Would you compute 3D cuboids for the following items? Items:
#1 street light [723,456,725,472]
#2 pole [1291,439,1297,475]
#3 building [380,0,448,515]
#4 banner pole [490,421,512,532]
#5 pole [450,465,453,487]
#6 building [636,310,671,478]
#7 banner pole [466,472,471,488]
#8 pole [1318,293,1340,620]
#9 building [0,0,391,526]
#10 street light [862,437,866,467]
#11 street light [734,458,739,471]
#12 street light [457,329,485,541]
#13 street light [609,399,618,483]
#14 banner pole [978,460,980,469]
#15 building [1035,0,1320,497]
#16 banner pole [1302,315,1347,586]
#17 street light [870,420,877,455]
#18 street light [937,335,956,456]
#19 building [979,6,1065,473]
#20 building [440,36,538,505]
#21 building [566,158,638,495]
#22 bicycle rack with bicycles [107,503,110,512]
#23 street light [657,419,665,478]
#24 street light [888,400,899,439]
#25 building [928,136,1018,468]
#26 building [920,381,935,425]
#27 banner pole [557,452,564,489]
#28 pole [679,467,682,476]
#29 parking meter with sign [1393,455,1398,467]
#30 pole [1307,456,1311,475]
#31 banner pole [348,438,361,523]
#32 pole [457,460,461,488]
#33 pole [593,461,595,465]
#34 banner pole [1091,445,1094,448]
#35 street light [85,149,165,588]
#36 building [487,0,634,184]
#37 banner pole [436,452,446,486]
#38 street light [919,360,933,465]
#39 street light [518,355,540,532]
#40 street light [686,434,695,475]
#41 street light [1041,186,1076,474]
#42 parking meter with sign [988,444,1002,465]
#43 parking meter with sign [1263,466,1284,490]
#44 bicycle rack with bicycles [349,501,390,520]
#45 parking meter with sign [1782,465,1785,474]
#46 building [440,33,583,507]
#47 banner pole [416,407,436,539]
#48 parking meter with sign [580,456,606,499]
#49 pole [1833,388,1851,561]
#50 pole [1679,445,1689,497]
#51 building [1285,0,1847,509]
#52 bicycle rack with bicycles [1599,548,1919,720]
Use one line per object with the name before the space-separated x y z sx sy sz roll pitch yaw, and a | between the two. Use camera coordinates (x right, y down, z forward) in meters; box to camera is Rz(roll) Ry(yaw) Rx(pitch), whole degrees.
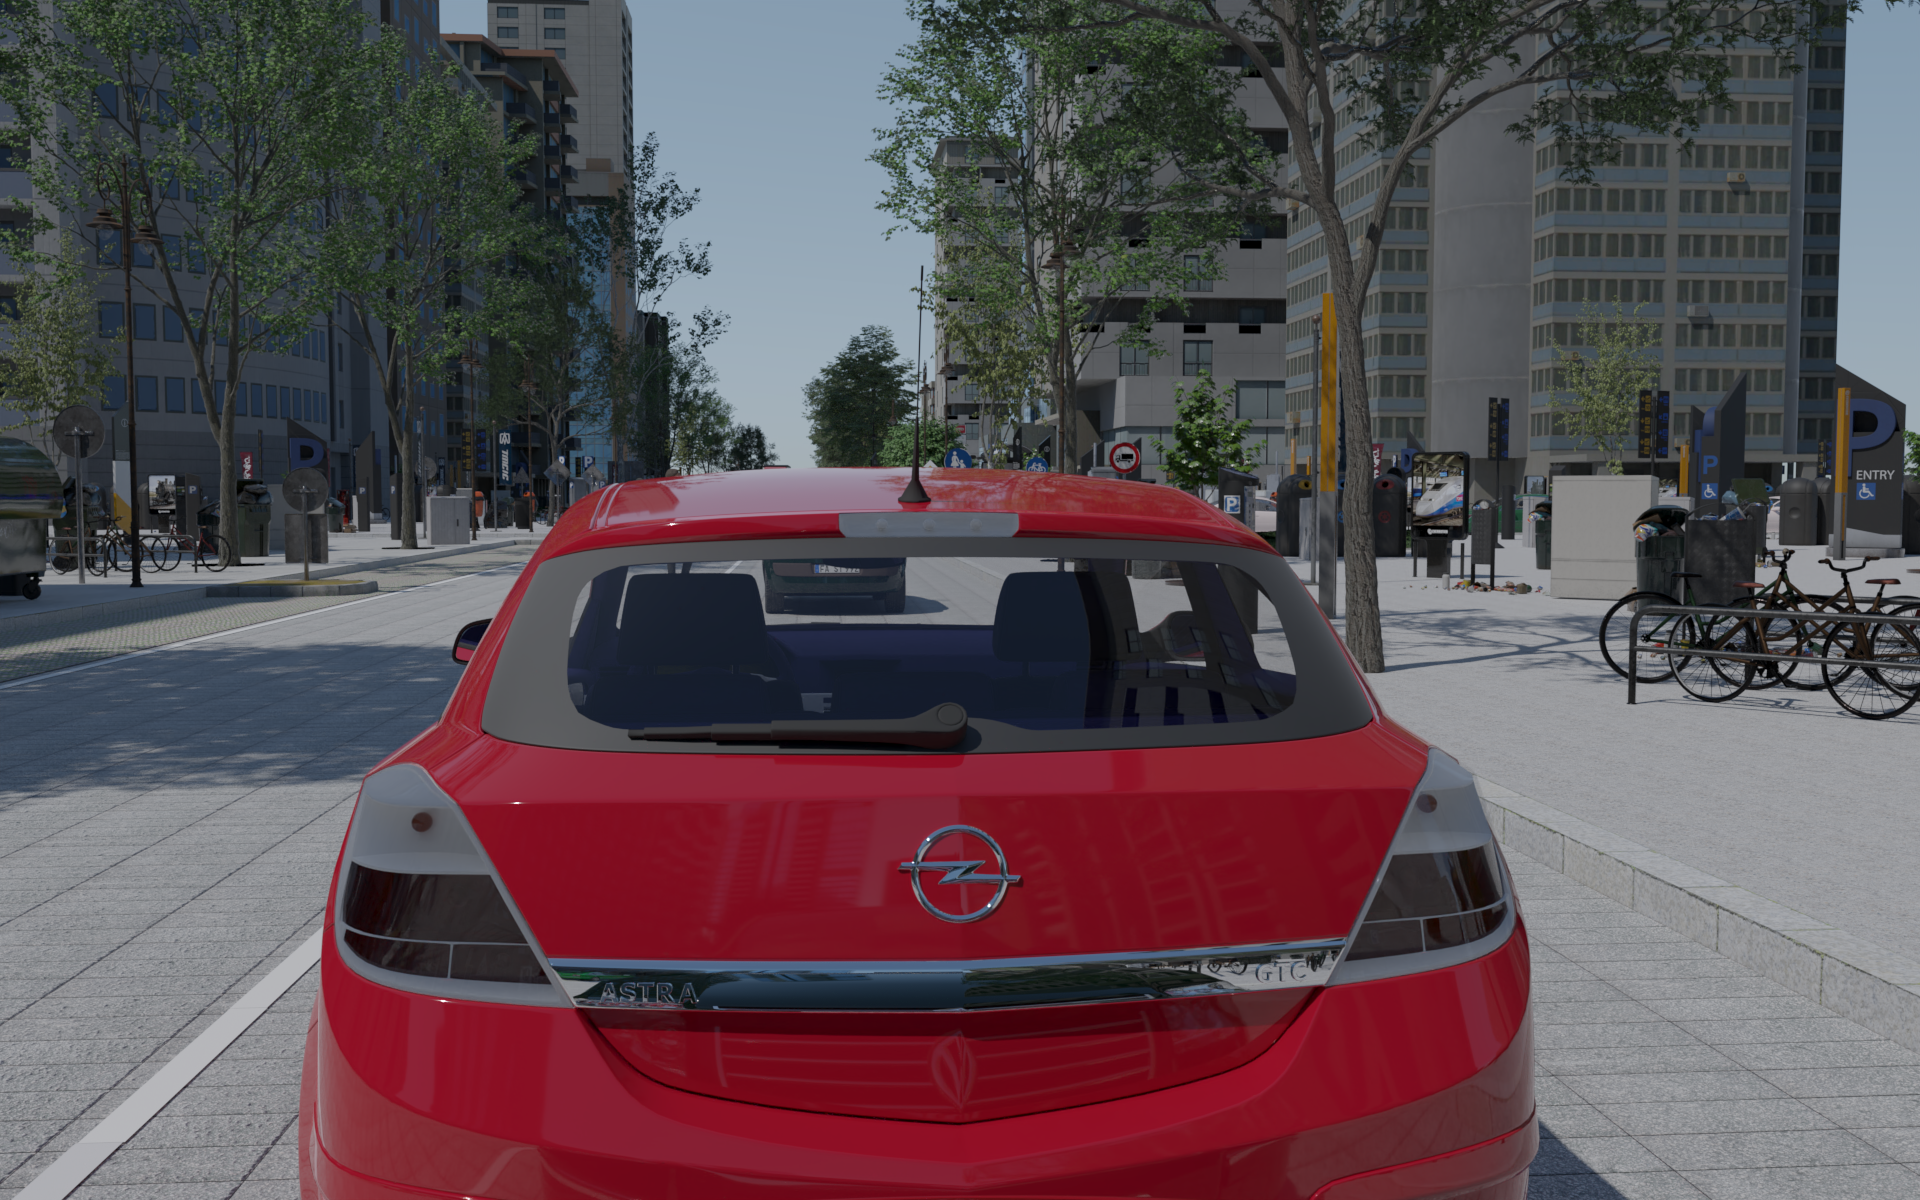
street light | -24.885 -12.852 182.915 0.468 5.910 1.993 0 4 -5
pole | 12.337 -4.298 64.108 0.158 3.312 0.155 0 3 0
building | -41.761 -28.197 111.131 14.600 45.320 14.200 0 4 -5
banner pole | -15.636 -4.221 59.030 0.863 3.779 0.401 1 4 14
pole | -35.463 -7.767 120.833 0.158 3.312 0.155 0 3 0
building | -52.887 -30.488 270.172 14.160 30.474 14.107 0 4 -5
banner pole | -21.672 -5.281 76.363 0.401 3.779 0.863 0 4 -1
pole | 3.772 -1.458 17.690 0.158 3.312 0.155 0 3 0
building | -41.527 -32.997 81.493 21.231 58.520 28.212 0 4 -5
street light | -7.281 -9.753 132.246 0.468 5.910 1.993 0 4 -5
street light | -27.742 -14.935 216.973 0.468 5.910 1.993 0 4 -5
street light | -13.424 -4.581 47.692 0.468 5.910 1.993 0 4 -5
street light | -16.327 -6.688 82.139 0.468 5.910 1.993 0 4 -5
banner pole | 1.622 -8.427 127.790 0.863 3.779 0.401 1 4 20
building | 20.171 -32.546 121.371 28.713 52.752 27.495 0 4 -5
banner pole | 5.177 -2.106 24.442 0.863 3.779 0.401 -2 4 -32
street light | -5.387 -8.283 108.213 0.468 5.910 1.993 0 4 -5
street light | -0.396 -4.747 50.400 0.468 5.910 1.993 0 4 -5
building | 14.567 -53.079 180.517 22.319 86.520 31.000 0 4 -5
building | -52.220 -27.496 141.443 32.217 40.220 23.993 0 4 -5
building | -51.458 -35.731 234.311 14.600 45.320 14.200 0 4 -5
bicycle rack with bicycles | -32.222 -3.234 66.261 2.925 0.926 2.852 -2 4 -29
street light | -18.337 -8.163 106.254 0.468 5.910 1.993 0 4 -5
street light | -3.238 -6.794 83.863 0.468 5.910 1.993 0 4 -5
building | 10.635 -40.458 250.726 28.713 52.752 27.495 0 4 -5
building | 8.199 -26.605 280.035 27.650 21.520 28.899 0 4 -5
banner pole | -23.797 -6.909 102.972 0.401 3.779 0.863 2 4 28
pole | -20.912 -8.310 129.704 0.158 3.312 0.155 0 3 0
parking meter with sign | 18.505 -4.937 76.975 1.738 3.016 0.543 0 4 0
pole | 18.665 -6.046 92.702 0.158 3.312 0.155 0 3 0
banner pole | -27.162 -5.366 77.746 0.863 3.779 0.401 1 4 21
pole | -30.398 -6.807 105.133 0.158 3.312 0.155 0 3 0
pole | -22.426 -6.854 105.900 0.158 3.312 0.155 0 3 0
banner pole | 7.022 -6.055 89.013 0.863 3.779 0.401 2 4 28
street light | -11.340 -3.112 23.675 0.468 5.910 1.993 0 4 -5
building | -55.669 -49.706 250.949 20.563 71.187 20.611 0 4 -5
banner pole | -30.973 -6.917 103.114 0.401 3.779 0.863 3 5 40
street light | -1.211 -5.324 59.841 0.468 5.910 1.993 0 4 -5
street light | -14.357 -5.201 57.831 0.468 5.910 1.993 0 4 -5
street light | -20.811 -9.914 134.873 0.468 5.910 1.993 0 4 -5
street light | 1.549 -3.277 26.371 0.468 5.910 1.993 0 4 -5
parking meter with sign | 0.699 -3.861 59.386 0.543 3.016 1.738 3 5 39
parking meter with sign | 19.078 -6.774 107.016 1.738 3.016 0.543 1 4 15
bicycle rack with bicycles | -29.359 -4.297 83.644 2.925 0.926 2.852 2 4 35
parking meter with sign | 50.738 -6.679 105.458 1.738 3.016 0.543 -1 4 -9
building | -49.000 -31.402 168.049 22.147 44.769 28.867 0 4 -5
banner pole | -15.377 -3.634 49.440 0.401 3.779 0.863 0 4 -2
parking meter with sign | -16.388 -5.024 78.410 0.543 3.016 1.738 -3 5 -44
pole | 17.001 -2.419 33.391 0.158 3.312 0.155 0 3 0
pole | 29.982 -4.773 71.884 0.158 3.312 0.155 0 3 0
building | 31.086 -24.345 89.930 23.993 40.220 32.217 0 4 -5
bicycle rack with bicycles | 5.330 0.162 10.736 2.852 0.926 2.925 -3 5 -43
